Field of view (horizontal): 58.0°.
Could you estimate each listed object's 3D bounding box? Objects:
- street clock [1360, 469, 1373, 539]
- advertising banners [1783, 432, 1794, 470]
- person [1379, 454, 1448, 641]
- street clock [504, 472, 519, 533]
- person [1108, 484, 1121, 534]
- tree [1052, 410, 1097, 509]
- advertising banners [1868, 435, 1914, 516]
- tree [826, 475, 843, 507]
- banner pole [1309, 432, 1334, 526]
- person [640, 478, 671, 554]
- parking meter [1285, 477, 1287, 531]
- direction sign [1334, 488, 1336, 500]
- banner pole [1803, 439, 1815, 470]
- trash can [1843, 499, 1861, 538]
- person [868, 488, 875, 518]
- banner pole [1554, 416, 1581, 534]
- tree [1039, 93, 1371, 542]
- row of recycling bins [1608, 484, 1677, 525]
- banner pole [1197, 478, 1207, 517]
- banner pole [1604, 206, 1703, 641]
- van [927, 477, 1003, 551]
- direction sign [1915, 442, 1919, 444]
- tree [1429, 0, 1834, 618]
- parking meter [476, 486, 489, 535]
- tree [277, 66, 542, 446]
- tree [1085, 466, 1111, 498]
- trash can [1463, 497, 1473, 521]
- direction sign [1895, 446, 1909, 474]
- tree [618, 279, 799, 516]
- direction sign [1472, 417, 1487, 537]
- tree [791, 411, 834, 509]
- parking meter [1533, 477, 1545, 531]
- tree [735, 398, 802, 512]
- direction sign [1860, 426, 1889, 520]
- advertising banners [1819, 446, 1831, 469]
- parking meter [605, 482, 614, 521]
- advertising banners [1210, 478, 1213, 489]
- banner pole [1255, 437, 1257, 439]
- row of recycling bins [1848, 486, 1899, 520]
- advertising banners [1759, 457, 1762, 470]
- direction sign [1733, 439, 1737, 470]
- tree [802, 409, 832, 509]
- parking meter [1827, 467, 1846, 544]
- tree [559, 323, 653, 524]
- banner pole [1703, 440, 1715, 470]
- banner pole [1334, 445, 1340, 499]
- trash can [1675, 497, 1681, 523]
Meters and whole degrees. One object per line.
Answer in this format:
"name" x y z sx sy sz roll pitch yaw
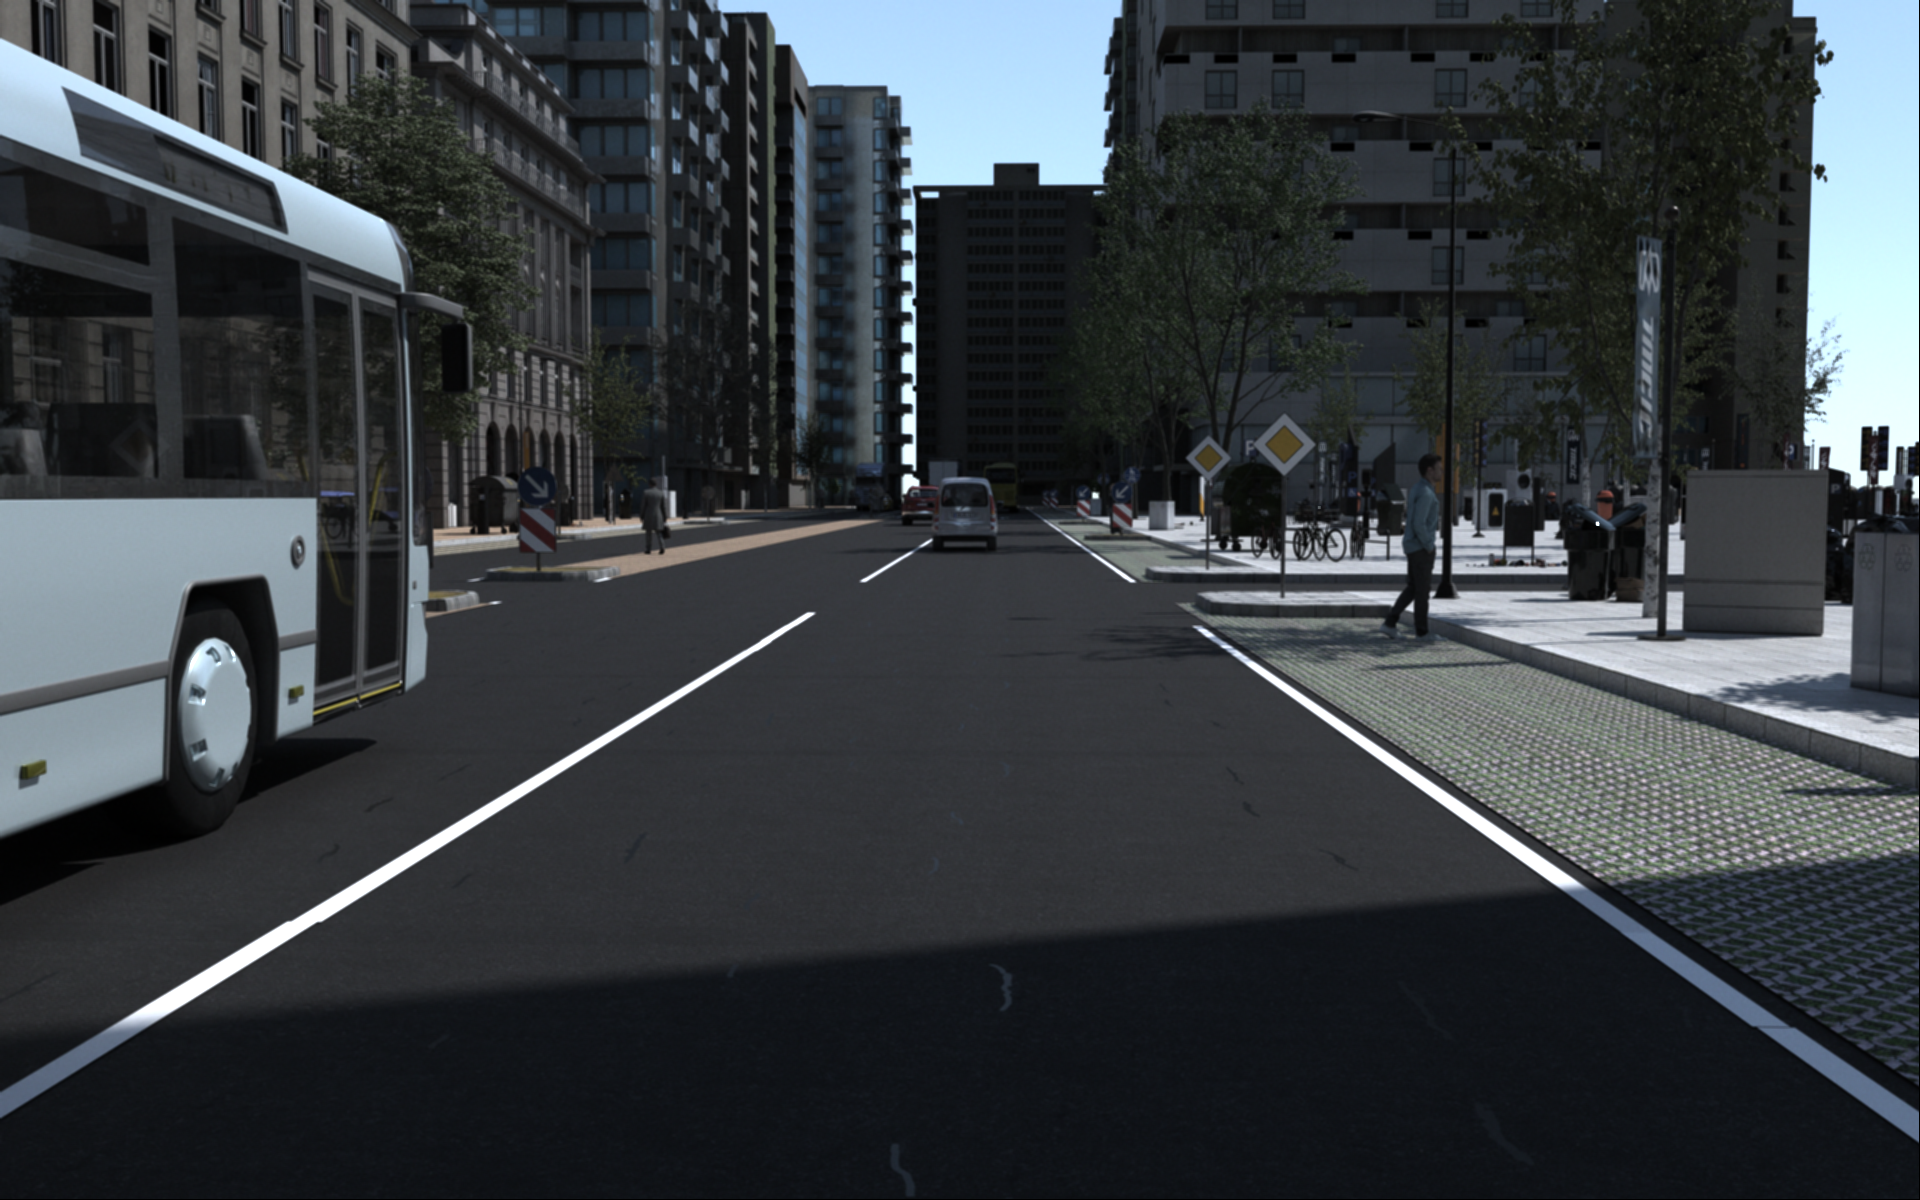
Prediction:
"street clock" 11.555 -2.734 49.266 0.358 2.002 0.471 1 4 18
"advertising banners" 23.325 -3.195 48.433 0.090 3.025 2.074 1 4 9
"person" 4.426 -0.511 16.873 0.620 1.820 0.660 0 4 2
"street clock" -14.896 -3.244 57.608 0.471 2.002 0.358 -2 4 -32
"person" 5.199 -3.006 58.063 0.534 1.772 0.576 0 4 -8
"tree" 9.904 -12.313 151.673 4.737 8.622 4.395 0 3 0
"advertising banners" 27.087 -3.320 50.465 0.090 3.025 2.074 0 4 -7
"tree" -12.822 -11.264 178.769 1.663 3.219 1.824 0 3 0
"banner pole" 14.508 -4.888 69.944 0.863 3.779 0.401 -2 4 -31
"person" -7.262 -1.988 41.110 0.694 1.812 0.767 -2 4 -27
"parking meter" 11.007 -3.287 59.453 0.399 1.863 0.255 1 4 12
"direction sign" 20.081 -6.160 92.720 0.379 3.537 0.876 0 4 4
"banner pole" 38.737 -5.446 79.060 0.863 3.779 0.401 -2 4 -25
"trash can" 25.762 -2.367 50.362 0.748 1.137 0.748 0 3 0
"person" -5.150 -5.713 102.175 0.573 1.790 0.520 -3 4 -38
"banner pole" 19.580 -4.019 55.733 0.863 3.779 0.401 -1 4 -10
"tree" 7.037 -7.378 46.382 9.928 11.665 9.643 0 3 0
"row of recycling bins" 29.123 -4.100 74.145 1.069 1.692 3.534 -2 4 -24
"banner pole" 13.686 -6.564 97.335 0.863 3.779 0.401 -2 4 -35
"banner pole" 6.016 -1.528 15.006 0.863 3.779 0.401 -3 5 -42
"van" 0.129 -2.328 45.080 2.013 2.044 4.112 0 4 0
"direction sign" 41.518 -5.056 74.655 0.379 3.537 0.876 -1 4 -22
"tree" 7.163 -4.134 17.954 4.737 8.622 4.395 0 3 0
"parking meter" -15.038 -2.824 54.577 0.372 1.533 0.369 0 3 0
"tree" -14.909 -7.858 46.608 7.486 12.596 7.792 0 3 0
"tree" 10.072 -7.912 123.957 1.663 3.219 1.824 0 3 0
"trash can" 24.650 -4.398 83.567 0.748 1.137 0.748 0 3 0
"direction sign" 44.916 -5.526 82.339 0.876 3.537 0.379 0 4 3
"tree" -14.339 -11.556 99.306 12.009 13.543 11.850 0 3 0
"direction sign" 15.444 -3.638 51.483 0.379 3.537 0.876 3 5 41
"tree" -12.881 -12.406 153.205 4.737 8.622 4.395 0 3 0
"parking meter" 20.140 -3.335 60.234 0.399 1.863 0.255 -2 4 -35
"tree" -14.110 -10.687 125.087 4.360 8.622 3.978 0 3 0
"direction sign" 30.521 -4.028 57.852 0.379 3.537 0.876 -3 4 -39
"advertising banners" 31.603 -4.184 64.590 0.090 3.025 2.074 -1 4 -18
"parking meter" -16.465 -4.628 81.380 0.255 1.863 0.399 3 4 38
"advertising banners" 14.845 -6.329 99.662 0.090 3.025 2.074 3 5 42
"banner pole" 12.888 -5.254 75.917 0.401 3.779 0.863 -1 4 -8
"row of recycling bins" 48.098 -5.225 92.544 3.534 1.692 1.069 1 4 17
"advertising banners" 37.863 -5.230 81.698 0.090 3.025 2.074 1 4 18
"direction sign" 32.277 -4.905 72.197 0.379 3.537 0.876 1 4 19
"tree" -13.104 -12.103 148.254 4.360 8.622 3.978 0 3 0
"parking meter" 19.035 -1.953 37.650 0.399 1.863 0.255 2 4 28
"tree" -15.088 -7.590 74.455 4.737 8.622 4.395 0 3 0
"banner pole" 34.455 -5.491 79.799 0.401 3.779 0.863 -2 4 -30
"banner pole" 19.197 -6.023 88.499 0.401 3.779 0.863 -2 4 -28
"trash can" 31.916 -4.037 77.652 0.748 1.137 0.748 0 3 0
